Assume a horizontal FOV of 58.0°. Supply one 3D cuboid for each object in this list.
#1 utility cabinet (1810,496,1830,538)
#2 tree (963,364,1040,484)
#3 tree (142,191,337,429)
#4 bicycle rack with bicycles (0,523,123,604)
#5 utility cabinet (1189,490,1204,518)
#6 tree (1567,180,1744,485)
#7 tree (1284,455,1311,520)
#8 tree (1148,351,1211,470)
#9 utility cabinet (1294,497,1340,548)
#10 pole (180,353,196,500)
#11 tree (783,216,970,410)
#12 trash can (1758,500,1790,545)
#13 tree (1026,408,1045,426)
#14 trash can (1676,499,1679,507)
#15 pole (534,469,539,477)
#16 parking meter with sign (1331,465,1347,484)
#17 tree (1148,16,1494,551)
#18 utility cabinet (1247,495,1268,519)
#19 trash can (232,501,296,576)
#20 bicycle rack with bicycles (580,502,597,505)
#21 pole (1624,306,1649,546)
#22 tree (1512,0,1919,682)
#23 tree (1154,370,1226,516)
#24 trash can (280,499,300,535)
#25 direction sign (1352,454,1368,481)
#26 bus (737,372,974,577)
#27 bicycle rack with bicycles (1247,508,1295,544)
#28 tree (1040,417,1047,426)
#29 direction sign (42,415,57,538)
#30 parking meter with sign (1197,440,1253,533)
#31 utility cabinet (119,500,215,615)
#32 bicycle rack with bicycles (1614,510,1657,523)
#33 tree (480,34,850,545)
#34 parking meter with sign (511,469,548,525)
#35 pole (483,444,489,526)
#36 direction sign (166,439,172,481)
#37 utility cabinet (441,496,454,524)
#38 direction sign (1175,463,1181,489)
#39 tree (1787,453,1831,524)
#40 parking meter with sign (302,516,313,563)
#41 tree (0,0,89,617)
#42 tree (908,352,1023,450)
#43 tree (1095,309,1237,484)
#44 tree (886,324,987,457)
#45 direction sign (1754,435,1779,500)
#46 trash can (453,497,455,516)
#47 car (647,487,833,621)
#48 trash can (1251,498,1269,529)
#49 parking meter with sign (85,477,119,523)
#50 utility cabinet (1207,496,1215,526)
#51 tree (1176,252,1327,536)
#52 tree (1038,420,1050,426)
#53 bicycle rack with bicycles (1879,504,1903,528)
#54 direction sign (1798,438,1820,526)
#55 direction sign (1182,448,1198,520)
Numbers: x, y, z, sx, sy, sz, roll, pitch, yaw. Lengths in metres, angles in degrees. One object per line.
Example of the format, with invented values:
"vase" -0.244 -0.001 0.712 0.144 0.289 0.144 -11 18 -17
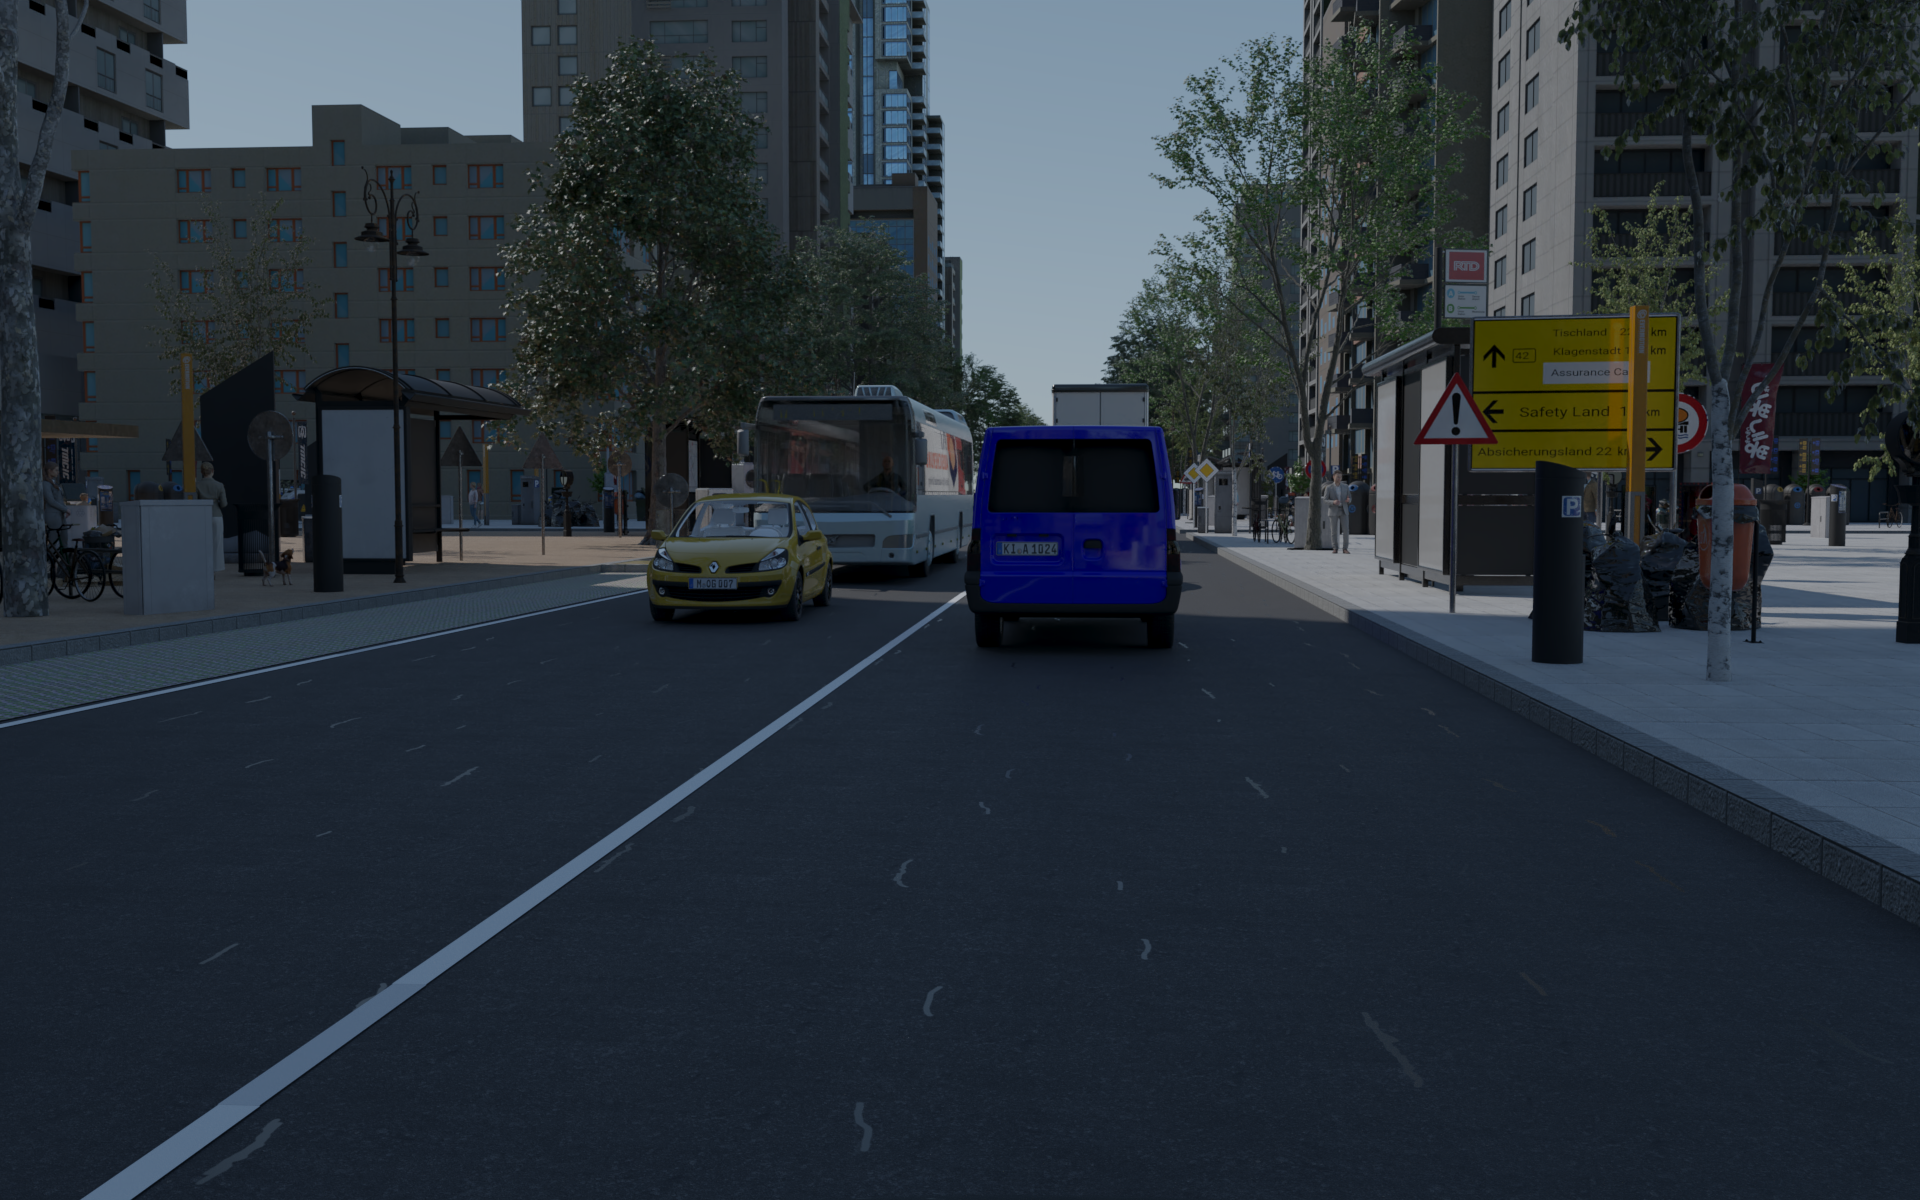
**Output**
"utility cabinet" 25.372 -2.432 50.928 0.306 1.237 1.020 0 4 4
"tree" 2.663 -14.297 151.889 7.486 12.596 7.792 0 3 0
"tree" -17.098 -5.565 41.355 4.360 8.622 3.978 0 3 0
"bicycle rack with bicycles" -10.946 -0.438 20.546 2.925 0.926 2.852 3 4 37
"utility cabinet" 12.271 -4.963 89.818 0.318 1.500 1.173 -1 4 -16
"tree" 16.452 -5.594 41.822 4.737 8.622 4.395 0 3 0
"tree" 16.849 -5.612 86.359 1.663 3.219 1.824 0 3 0
"tree" 15.826 -13.049 131.484 7.486 12.596 7.792 0 3 0
"utility cabinet" 8.464 -1.828 41.049 1.020 1.237 0.306 2 4 24
"pole" -11.224 -1.919 25.214 0.158 3.312 0.155 0 3 0
"tree" -4.230 -10.568 79.437 9.857 13.997 8.962 0 3 0
"trash can" 20.614 -1.972 43.904 0.748 1.137 0.748 0 3 0
"tree" 9.127 -20.066 238.454 12.009 13.543 11.850 0 3 0
"trash can" 41.430 -5.472 101.121 0.748 1.137 0.748 0 3 0
"pole" -19.939 -5.365 81.567 0.158 3.312 0.155 0 3 0
"parking meter with sign" 22.908 -6.600 104.171 0.543 3.016 1.738 -1 4 -13
"tree" 8.012 -6.935 39.140 9.928 11.665 9.643 0 3 0
"utility cabinet" 15.096 -4.693 87.898 1.020 1.237 0.306 2 4 30
"trash can" -10.996 -0.948 27.147 0.748 1.137 0.748 0 3 0
"bicycle rack with bicycles" -16.556 -4.029 79.264 2.852 0.926 2.925 0 4 -1
"pole" 7.368 -1.531 18.878 0.158 3.312 0.155 0 3 0
"tree" 5.283 -3.735 11.429 4.360 8.622 3.978 0 3 0
"tree" 13.355 -9.221 101.124 4.737 8.622 4.395 0 3 0
"trash can" -20.031 -2.444 51.605 0.748 1.137 0.748 0 3 0
"direction sign" 22.437 -6.440 97.296 0.876 3.537 0.379 2 4 29
"bus" -1.520 -2.315 32.710 2.948 3.499 13.247 0 4 5
"bicycle rack with bicycles" 8.796 -1.955 45.338 2.852 0.926 2.925 1 4 9
"tree" 7.874 -18.191 215.552 7.486 12.596 7.792 0 3 0
"direction sign" -26.406 -3.544 49.942 0.876 3.537 0.379 1 4 13
"parking meter with sign" 8.639 -3.685 56.511 1.738 3.016 0.543 0 4 6
"utility cabinet" -8.607 -0.469 18.828 0.306 1.237 1.020 1 4 21
"bicycle rack with bicycles" 28.760 -3.652 73.099 2.852 0.926 2.925 -1 4 -23
"tree" -7.498 -7.734 43.461 9.611 12.733 9.660 0 3 0
"parking meter with sign" -17.734 -4.600 71.478 1.738 3.016 0.543 2 4 23
"pole" -19.336 -4.698 70.656 0.158 3.312 0.155 0 3 0
"direction sign" -32.517 -4.846 71.234 0.379 3.537 0.876 -1 4 -14
"utility cabinet" -22.032 -3.813 73.497 1.020 1.237 0.306 1 4 9
"direction sign" 15.946 -8.146 125.187 0.876 3.537 0.379 1 4 21
"tree" 36.747 -4.933 75.253 1.663 3.219 1.824 0 3 0
"parking meter with sign" -11.531 -2.233 32.779 1.738 3.016 0.543 -2 4 -27
"tree" -10.759 -9.821 16.457 12.611 20.169 13.585 0 3 0
"tree" -0.533 -12.003 122.008 9.928 11.665 9.643 0 3 0
"tree" 14.063 -12.900 117.567 9.857 13.997 8.962 0 3 0
"tree" -1.827 -9.818 94.938 7.601 10.594 8.767 0 4 6
"direction sign" 31.115 -4.579 66.865 0.876 3.537 0.379 0 4 2
"trash can" -24.834 -4.416 83.859 0.748 1.137 0.748 0 3 0
"car" -2.578 -0.646 20.793 2.015 1.641 3.980 0 4 3
"trash can" 11.047 -3.200 63.966 0.748 1.137 0.748 0 3 0
"parking meter with sign" -38.163 -4.904 76.447 1.738 3.016 0.543 -3 4 -37
"utility cabinet" 10.476 -3.599 70.011 0.306 1.237 1.020 -3 5 -41
"tree" 8.569 -6.244 52.456 4.360 8.622 3.978 0 3 0
"tree" 11.181 -20.733 255.984 9.611 12.733 9.660 0 3 0
"bicycle rack with bicycles" 35.964 -3.171 65.224 2.852 0.926 2.925 3 4 39
"direction sign" 34.374 -4.781 70.160 0.379 3.537 0.876 -2 4 -33
"direction sign" 11.355 -5.663 84.590 0.379 3.537 0.876 3 4 39
